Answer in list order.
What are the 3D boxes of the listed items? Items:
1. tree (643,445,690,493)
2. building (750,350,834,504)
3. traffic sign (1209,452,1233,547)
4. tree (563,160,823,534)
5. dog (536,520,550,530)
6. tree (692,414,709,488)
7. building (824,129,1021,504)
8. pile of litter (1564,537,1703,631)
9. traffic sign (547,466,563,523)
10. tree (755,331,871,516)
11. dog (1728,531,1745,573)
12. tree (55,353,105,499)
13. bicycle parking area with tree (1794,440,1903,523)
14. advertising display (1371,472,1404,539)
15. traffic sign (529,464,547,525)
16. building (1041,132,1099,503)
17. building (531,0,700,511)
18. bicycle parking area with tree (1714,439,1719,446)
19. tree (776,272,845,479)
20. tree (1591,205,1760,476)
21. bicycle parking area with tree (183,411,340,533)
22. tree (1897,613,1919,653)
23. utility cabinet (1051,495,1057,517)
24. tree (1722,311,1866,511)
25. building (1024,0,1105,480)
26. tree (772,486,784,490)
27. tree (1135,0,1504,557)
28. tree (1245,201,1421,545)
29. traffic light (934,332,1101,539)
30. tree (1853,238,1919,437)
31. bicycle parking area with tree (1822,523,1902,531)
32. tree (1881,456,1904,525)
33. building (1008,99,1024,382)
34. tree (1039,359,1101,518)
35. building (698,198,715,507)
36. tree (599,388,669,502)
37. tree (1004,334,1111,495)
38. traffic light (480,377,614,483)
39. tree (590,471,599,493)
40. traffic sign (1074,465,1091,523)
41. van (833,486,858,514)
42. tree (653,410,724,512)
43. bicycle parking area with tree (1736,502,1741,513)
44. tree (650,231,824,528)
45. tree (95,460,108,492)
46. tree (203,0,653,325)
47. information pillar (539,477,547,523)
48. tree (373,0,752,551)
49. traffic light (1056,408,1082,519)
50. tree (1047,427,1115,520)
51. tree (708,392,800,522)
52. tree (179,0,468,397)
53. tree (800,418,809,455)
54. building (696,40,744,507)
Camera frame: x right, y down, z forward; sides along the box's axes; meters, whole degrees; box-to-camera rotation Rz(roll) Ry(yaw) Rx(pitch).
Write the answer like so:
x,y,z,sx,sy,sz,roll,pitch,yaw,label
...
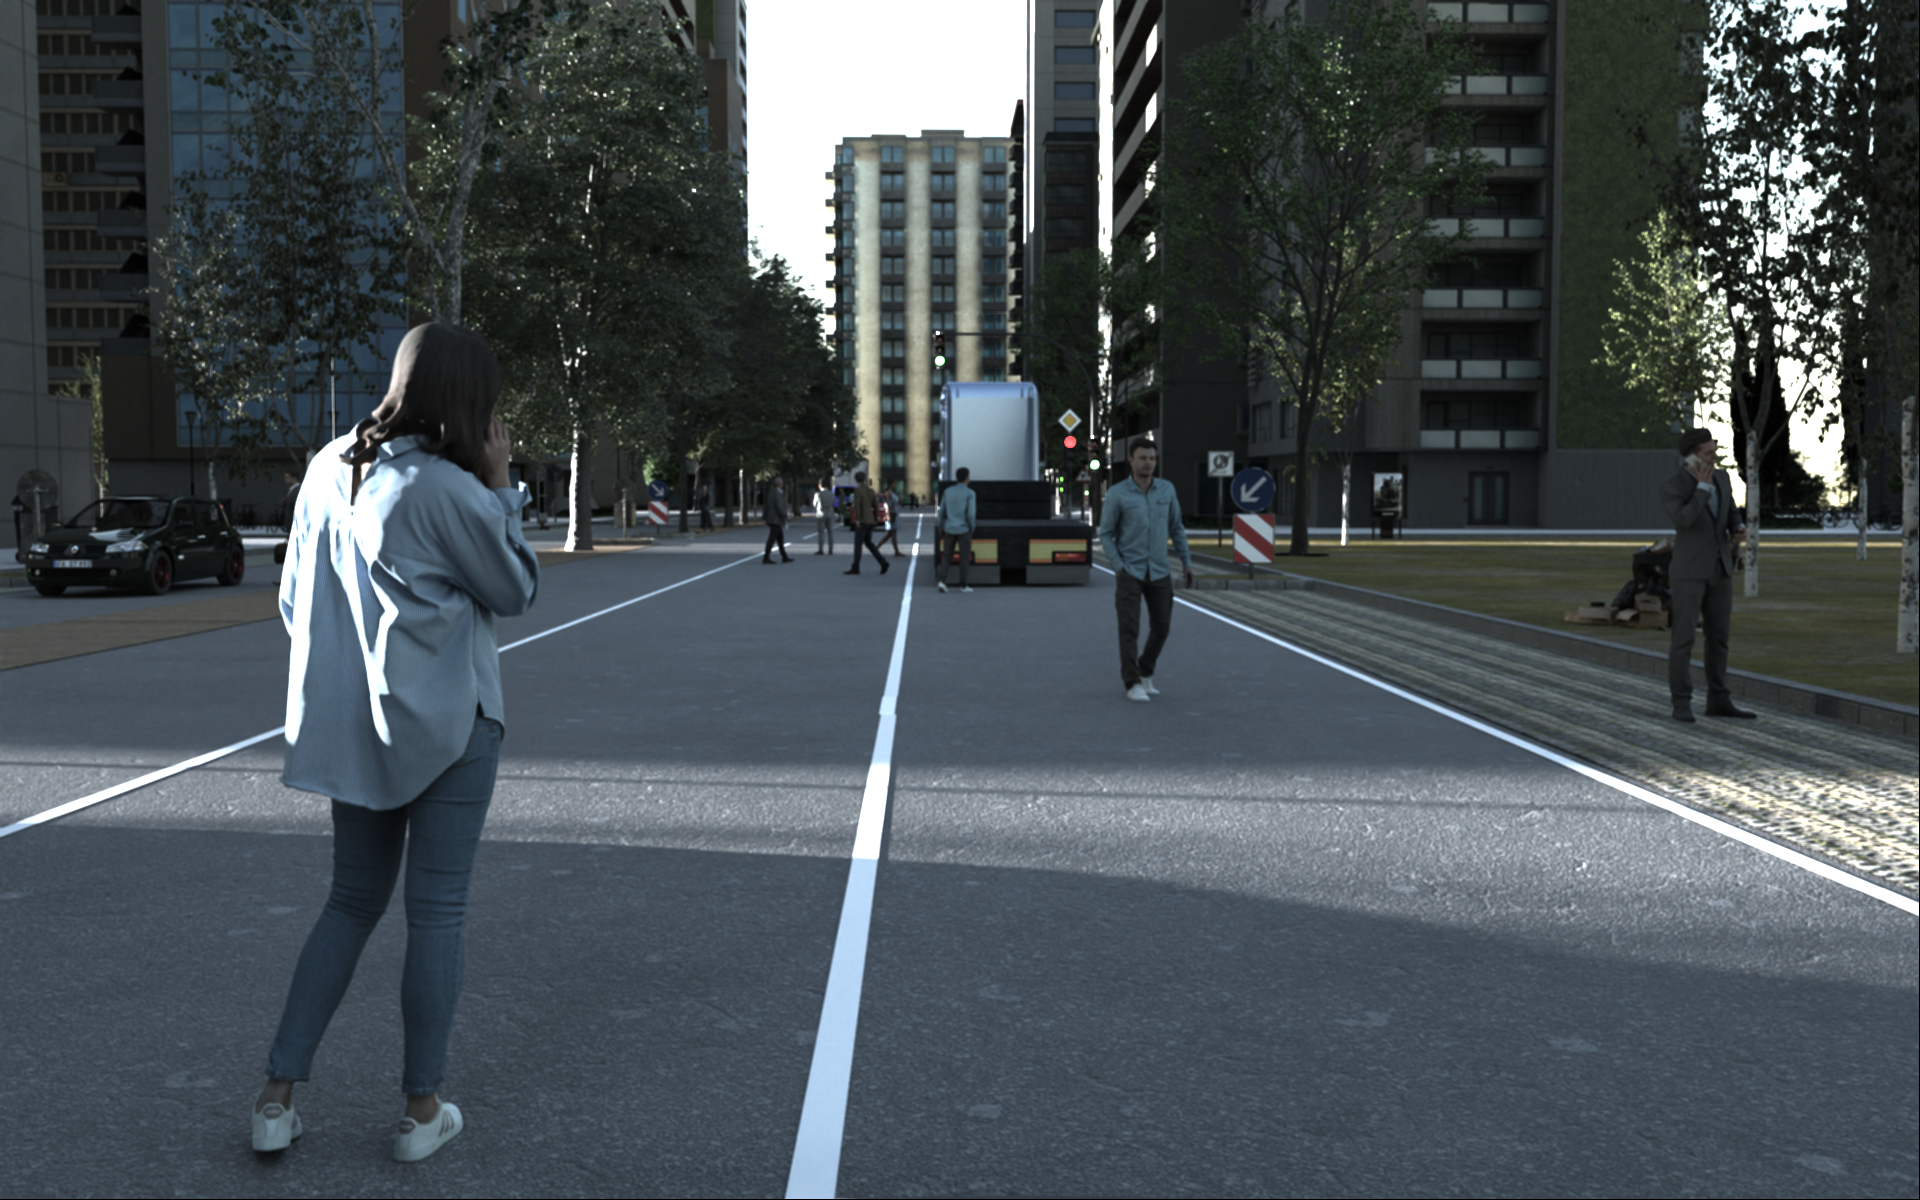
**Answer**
x,y,z,sx,sy,sz,roll,pitch,yaw,label
-19.562,-8.037,115.126,4.285,4.588,4.351,0,3,0,tree
-32.094,-23.648,231.680,28.899,21.520,27.650,0,4,-1,building
6.275,-2.422,41.732,0.606,2.300,0.079,0,4,5,traffic sign
-9.973,-9.134,62.161,12.009,13.543,11.850,0,3,0,tree
-16.531,-2.961,68.612,0.550,0.427,0.748,-1,4,-13,dog
-19.483,-11.372,136.289,4.360,8.622,3.978,0,3,0,tree
-2.391,-37.327,229.897,30.456,49.044,23.786,0,4,-1,building
6.641,-0.186,17.001,1.176,0.858,1.719,0,4,0,pile of litter
-18.163,-4.746,77.695,0.768,2.556,0.104,0,4,6,traffic sign
-10.589,-11.721,111.105,9.611,12.733,9.660,0,3,0,tree
12.808,-0.857,28.395,0.800,0.831,0.513,-1,4,-15,dog
-43.941,-8.422,88.058,4.737,8.622,4.395,0,3,0,tree
47.977,-6.368,91.112,8.231,4.147,9.016,-1,4,-23,bicycle parking area with tree
12.286,-2.729,49.830,0.974,1.923,0.123,-1,4,-15,advertising display
-17.778,-4.453,72.912,0.768,2.556,0.104,0,3,0,traffic sign
13.491,-22.609,141.358,14.160,30.474,14.107,0,4,-1,building
-33.682,-31.743,142.699,21.300,48.544,21.600,0,4,-1,building
39.320,-6.939,100.448,8.231,4.147,9.016,1,4,21,bicycle parking area with tree
-10.768,-11.452,96.354,9.857,13.997,8.962,0,3,0,tree
18.273,-5.691,43.412,4.737,8.622,4.395,0,3,0,tree
-24.143,-4.481,60.264,8.231,4.147,9.016,1,4,19,bicycle parking area with tree
7.559,-3.864,13.541,4.360,8.622,3.978,0,3,0,tree
4.974,-5.276,97.428,0.306,1.237,1.020,-3,5,-44,utility cabinet
59.733,-13.514,122.774,13.155,14.587,18.604,0,4,-6,tree
16.470,-37.901,161.687,21.231,58.520,28.212,0,4,-1,building
-21.800,-12.981,206.832,1.663,3.219,1.824,0,3,0,tree
7.207,-6.716,35.556,9.928,11.665,9.643,0,3,0,tree
9.676,-5.720,43.888,4.737,8.622,4.395,0,3,0,tree
1.652,-4.533,48.781,4.771,5.953,1.251,0,4,-1,traffic light
26.046,-5.891,46.685,4.737,8.622,4.395,0,3,0,tree
35.575,-4.651,63.052,9.016,4.147,8.231,1,4,21,bicycle parking area with tree
38.706,-4.700,71.448,1.663,3.219,1.824,0,3,0,tree
16.610,-32.782,190.602,22.147,44.769,28.867,0,4,-1,building
5.516,-8.631,91.481,4.737,8.622,4.395,0,3,0,tree
-30.853,-23.831,161.343,14.160,30.474,14.107,0,4,-1,building
-18.949,-9.219,101.096,4.737,8.622,4.395,0,3,0,tree
5.340,-10.124,99.942,8.767,10.594,7.601,0,4,-3,tree
-13.588,-5.012,56.619,4.771,5.953,1.251,0,4,-1,traffic light
-25.382,-7.506,117.332,1.663,3.219,1.824,0,3,0,tree
5.447,-4.665,76.273,0.884,2.594,0.081,0,4,8,traffic sign
-8.382,-7.624,129.032,2.240,2.365,5.245,0,4,1,van
-18.861,-11.625,124.483,7.601,10.594,8.767,2,4,31,tree
48.167,-7.566,110.706,8.231,4.147,9.016,2,4,30,bicycle parking area with tree
-9.984,-9.378,73.916,7.486,12.596,7.792,0,3,0,tree
-38.954,-5.248,80.411,1.663,3.219,1.824,0,3,0,tree
-10.520,-10.621,32.000,12.611,20.169,13.585,0,3,0,tree
-18.201,-4.347,75.570,0.304,2.012,0.304,0,4,3,information pillar
-9.642,-8.221,43.522,9.857,13.997,8.962,0,3,0,tree
3.579,-4.161,56.948,0.839,4.253,0.868,0,4,-1,traffic light
5.941,-6.206,85.176,4.285,4.588,4.351,0,3,0,tree
-10.515,-8.316,88.791,4.360,8.622,3.978,0,3,0,tree
-8.944,-4.342,23.813,4.360,8.622,3.978,0,3,0,tree
-10.486,-9.256,104.158,4.360,8.622,3.978,0,3,0,tree
-29.565,-32.141,175.618,14.600,45.320,14.200,0,4,-1,building
